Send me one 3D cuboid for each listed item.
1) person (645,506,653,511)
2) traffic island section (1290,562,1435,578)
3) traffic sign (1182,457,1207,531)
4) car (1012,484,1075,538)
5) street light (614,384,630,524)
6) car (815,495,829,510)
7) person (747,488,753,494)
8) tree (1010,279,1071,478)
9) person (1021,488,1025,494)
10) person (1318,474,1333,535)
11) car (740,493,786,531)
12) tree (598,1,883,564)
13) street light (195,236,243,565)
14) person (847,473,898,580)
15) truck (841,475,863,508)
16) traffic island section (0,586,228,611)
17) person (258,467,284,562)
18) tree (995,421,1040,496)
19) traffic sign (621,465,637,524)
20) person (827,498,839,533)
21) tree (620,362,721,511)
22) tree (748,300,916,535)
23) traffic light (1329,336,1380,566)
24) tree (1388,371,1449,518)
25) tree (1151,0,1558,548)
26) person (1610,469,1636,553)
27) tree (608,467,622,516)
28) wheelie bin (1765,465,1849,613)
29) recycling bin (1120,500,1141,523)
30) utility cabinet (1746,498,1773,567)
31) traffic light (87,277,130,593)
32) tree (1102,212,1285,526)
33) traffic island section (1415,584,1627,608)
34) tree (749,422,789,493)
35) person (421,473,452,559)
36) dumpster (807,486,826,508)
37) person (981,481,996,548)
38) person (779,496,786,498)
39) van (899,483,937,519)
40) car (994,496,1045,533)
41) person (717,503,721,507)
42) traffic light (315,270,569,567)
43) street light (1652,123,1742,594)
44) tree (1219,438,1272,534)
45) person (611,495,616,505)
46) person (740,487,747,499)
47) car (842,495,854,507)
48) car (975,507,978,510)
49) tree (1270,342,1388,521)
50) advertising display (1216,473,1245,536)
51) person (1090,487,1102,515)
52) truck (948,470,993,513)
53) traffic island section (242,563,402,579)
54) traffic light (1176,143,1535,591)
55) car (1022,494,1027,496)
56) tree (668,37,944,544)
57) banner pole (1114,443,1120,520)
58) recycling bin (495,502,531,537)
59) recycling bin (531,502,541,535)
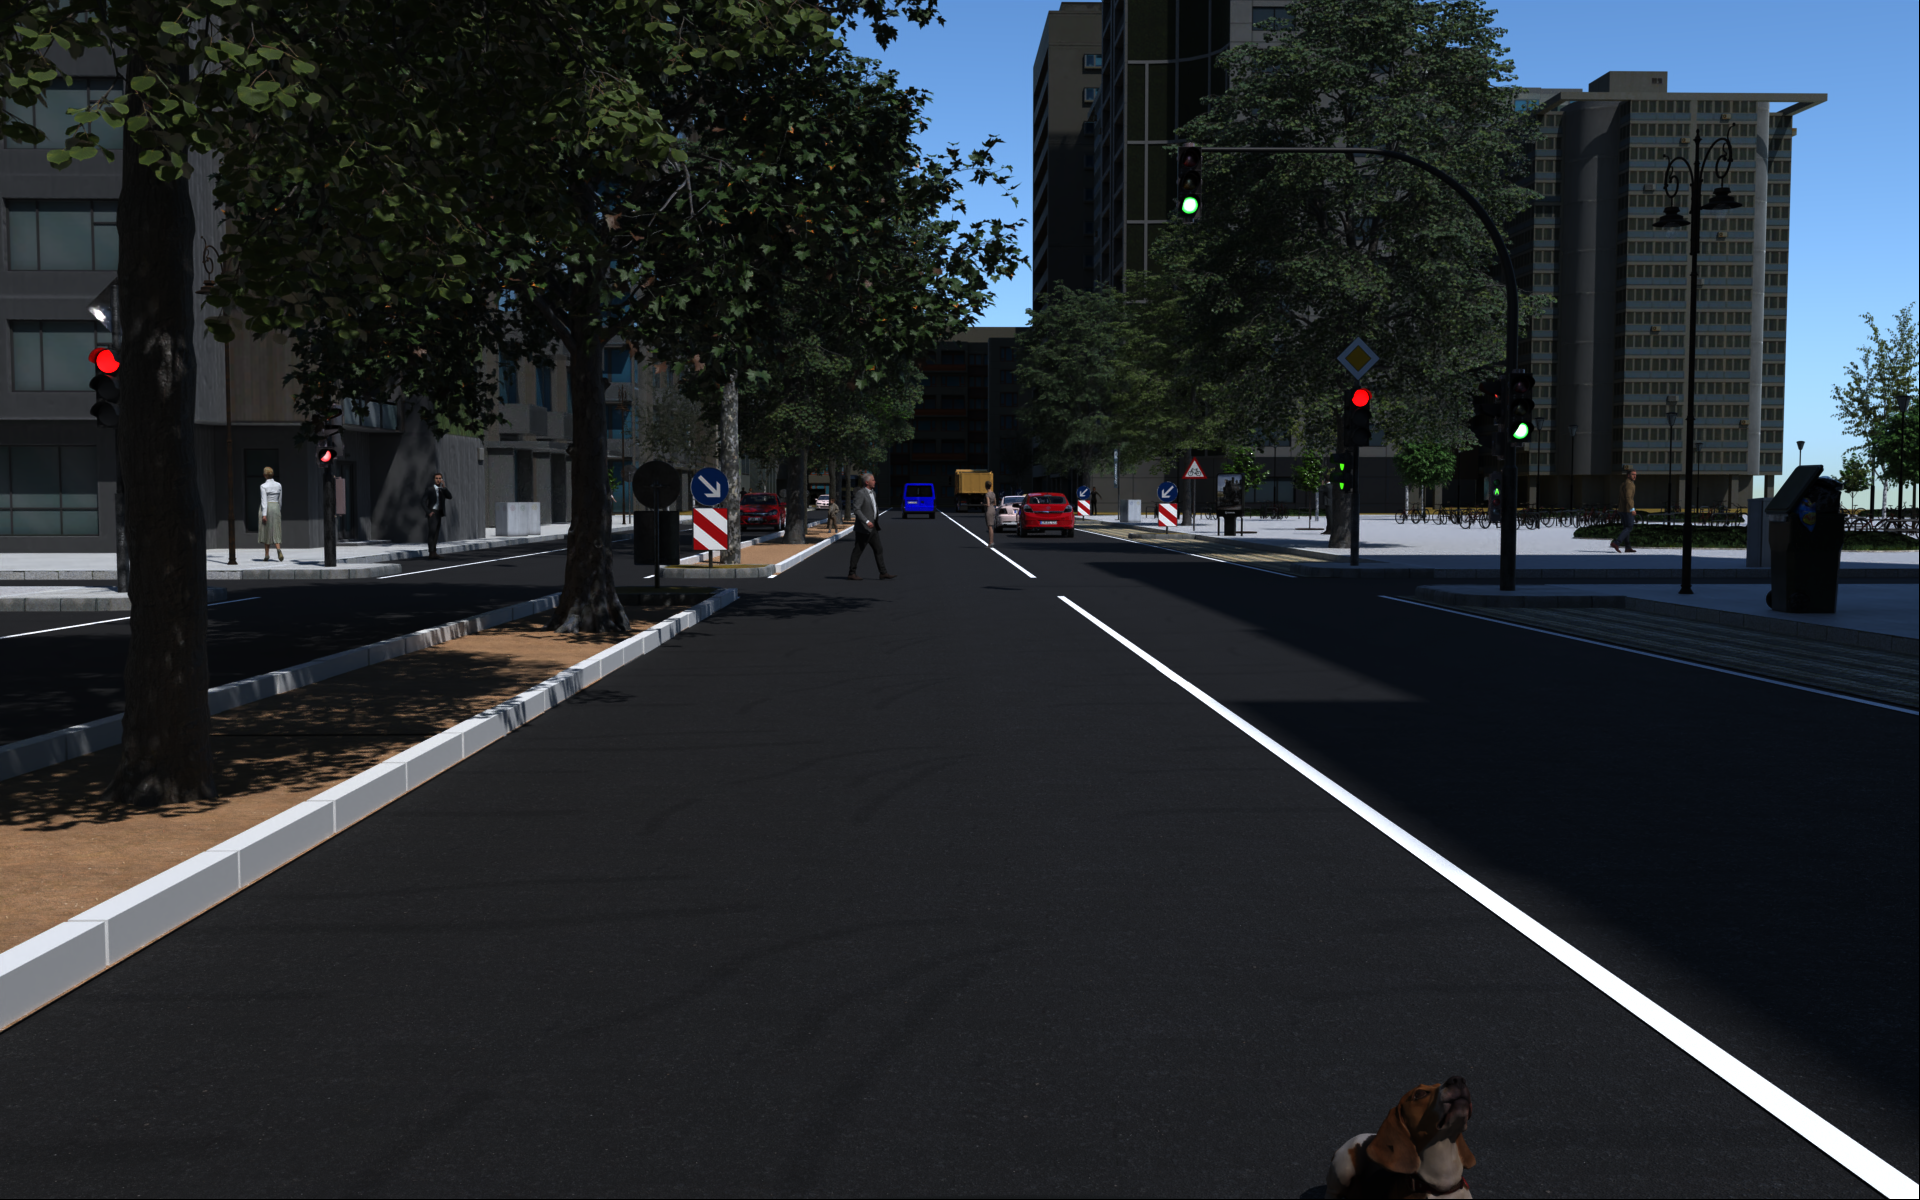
[{"bbox_3d":[-17.312,-5.526,96.406,0.660,1.820,0.620,2,4,31],"label":"person"},{"bbox_3d":[7.097,-0.537,31.057,2.009,0.180,2.903,0,4,-1],"label":"traffic island section"},{"bbox_3d":[8.161,-3.691,60.349,0.884,2.594,0.081,0,4,0],"label":"traffic sign"},{"bbox_3d":[2.858,-3.025,58.500,2.155,1.783,4.494,0,4,-1],"label":"car"},{"bbox_3d":[-14.220,-6.137,73.130,0.468,5.910,1.993,0,4,-1],"label":"street light"},{"bbox_3d":[-11.904,-8.717,154.890,2.083,1.381,4.827,0,4,-2],"label":"car"},{"bbox_3d":[-15.881,-7.644,131.732,1.217,1.735,0.721,-3,5,-42],"label":"person"},{"bbox_3d":[7.656,-12.001,102.879,9.857,13.997,8.962,0,3,0],"label":"tree"},{"bbox_3d":[6.370,-10.668,180.088,1.348,1.869,0.705,0,4,7],"label":"person"},{"bbox_3d":[11.632,-3.031,54.962,0.474,1.900,0.648,1,4,23],"label":"person"},{"bbox_3d":[-7.845,-3.605,67.976,2.155,1.783,4.494,0,4,-2],"label":"car"},{"bbox_3d":[-5.931,-10.843,35.634,12.611,20.169,13.585,0,3,0],"label":"tree"},{"bbox_3d":[-13.221,-3.578,31.295,0.468,5.910,1.993,0,4,-1],"label":"street light"},{"bbox_3d":[-1.473,-1.216,28.786,0.834,1.777,0.661,1,4,16],"label":"person"},{"bbox_3d":[-11.313,-11.038,176.401,3.469,3.379,9.791,0,4,-1],"label":"truck"},{"bbox_3d":[-10.934,-0.020,22.615,2.009,0.180,2.903,0,4,-1],"label":"traffic island section"},{"bbox_3d":[-13.039,-1.625,32.838,0.478,1.798,0.641,-3,5,-42],"label":"person"},{"bbox_3d":[5.723,-13.199,166.168,4.360,8.622,3.978,0,3,0],"label":"tree"},{"bbox_3d":[-14.241,-4.558,74.631,0.768,2.556,0.104,0,3,0],"label":"traffic sign"},{"bbox_3d":[-4.635,-3.099,63.435,0.475,1.303,0.640,1,4,18],"label":"person"},{"bbox_3d":[-16.184,-8.824,94.632,4.360,8.622,3.978,0,3,0],"label":"tree"},{"bbox_3d":[-5.154,-8.705,70.540,9.928,11.665,9.643,0,3,0],"label":"tree"},{"bbox_3d":[7.057,-2.570,30.942,0.839,4.253,0.868,0,4,-1],"label":"traffic light"},{"bbox_3d":[23.471,-8.579,90.633,4.737,8.622,4.395,0,3,0],"label":"tree"},{"bbox_3d":[9.182,-8.206,40.825,9.857,13.997,8.962,0,3,0],"label":"tree"},{"bbox_3d":[14.576,-1.952,37.865,0.836,1.842,0.656,-2,4,-29],"label":"person"},{"bbox_3d":[-21.092,-6.683,103.864,1.663,3.219,1.824,0,3,0],"label":"tree"},{"bbox_3d":[9.221,-0.671,18.879,0.693,1.594,0.980,0,4,4],"label":"wheelie bin"},{"bbox_3d":[7.731,-4.036,78.550,0.722,1.027,0.722,-2,4,-28],"label":"recycling bin"},{"bbox_3d":[14.328,-1.192,30.647,1.020,1.237,0.306,-2,4,-35],"label":"utility cabinet"},{"bbox_3d":[-10.894,-2.053,22.481,0.839,4.253,0.868,0,4,-1],"label":"traffic light"},{"bbox_3d":[9.594,-9.273,69.734,7.486,12.596,7.792,0,3,0],"label":"tree"},{"bbox_3d":[7.301,-0.049,23.075,2.009,0.180,2.903,0,4,-1],"label":"traffic island section"},{"bbox_3d":[-17.221,-12.454,153.977,4.360,8.622,3.978,0,3,0],"label":"tree"},{"bbox_3d":[-11.571,-1.865,38.358,0.474,1.900,0.648,1,4,22],"label":"person"},{"bbox_3d":[-14.724,-10.515,176.868,1.985,2.255,1.502,0,4,-2],"label":"dumpster"},{"bbox_3d":[0.753,-2.253,45.684,0.374,1.781,0.599,2,4,25],"label":"person"},{"bbox_3d":[-17.427,-10.125,172.107,1.217,1.766,0.721,-1,4,-18],"label":"person"},{"bbox_3d":[-2.438,-5.927,101.295,2.240,2.365,5.245,0,4,-3],"label":"van"},{"bbox_3d":[2.236,-3.252,65.534,2.083,1.381,4.827,0,4,0],"label":"car"},{"bbox_3d":[-16.388,-6.813,118.148,1.217,1.735,0.721,-1,4,-9],"label":"person"},{"bbox_3d":[-9.009,-3.418,30.552,4.771,5.953,1.251,0,4,-1],"label":"traffic light"},{"bbox_3d":[9.337,-3.016,22.097,0.468,5.910,1.993,0,4,-1],"label":"street light"},{"bbox_3d":[9.363,-3.797,56.689,1.663,3.219,1.824,0,3,0],"label":"tree"},{"bbox_3d":[-18.695,-5.238,92.361,0.731,1.740,0.598,-1,4,-17],"label":"person"},{"bbox_3d":[-16.610,-7.750,132.764,1.348,1.822,0.705,0,4,-2],"label":"person"},{"bbox_3d":[-10.840,-9.432,166.788,1.945,1.354,3.894,0,4,0],"label":"car"},{"bbox_3d":[0.748,-8.873,157.658,1.945,1.354,3.894,0,4,0],"label":"car"},{"bbox_3d":[16.698,-8.006,81.253,4.737,8.622,4.395,0,3,0],"label":"tree"},{"bbox_3d":[8.288,-2.929,53.103,0.974,1.923,0.123,3,5,43],"label":"advertising display"},{"bbox_3d":[8.307,-6.184,107.874,1.217,1.735,0.721,2,4,33],"label":"person"},{"bbox_3d":[0.982,-8.518,135.199,3.469,3.379,9.791,0,4,-3],"label":"truck"},{"bbox_3d":[-11.139,-0.509,30.597,2.009,0.180,2.903,0,4,-1],"label":"traffic island section"},{"bbox_3d":[5.172,-2.942,22.765,4.771,5.953,1.251,0,4,-1],"label":"traffic light"},{"bbox_3d":[3.353,-4.160,78.232,2.015,1.641,3.980,0,4,0],"label":"car"},{"bbox_3d":[-4.735,-8.554,48.974,9.857,13.997,8.962,0,3,0],"label":"tree"},{"bbox_3d":[7.690,-5.799,84.827,0.401,3.779,0.863,2,4,28],"label":"banner pole"},{"bbox_3d":[-13.609,-2.447,52.559,0.722,1.027,0.722,3,5,42],"label":"recycling bin"},{"bbox_3d":[-13.571,-2.558,54.369,0.722,1.027,0.722,-1,4,-19],"label":"recycling bin"}]
